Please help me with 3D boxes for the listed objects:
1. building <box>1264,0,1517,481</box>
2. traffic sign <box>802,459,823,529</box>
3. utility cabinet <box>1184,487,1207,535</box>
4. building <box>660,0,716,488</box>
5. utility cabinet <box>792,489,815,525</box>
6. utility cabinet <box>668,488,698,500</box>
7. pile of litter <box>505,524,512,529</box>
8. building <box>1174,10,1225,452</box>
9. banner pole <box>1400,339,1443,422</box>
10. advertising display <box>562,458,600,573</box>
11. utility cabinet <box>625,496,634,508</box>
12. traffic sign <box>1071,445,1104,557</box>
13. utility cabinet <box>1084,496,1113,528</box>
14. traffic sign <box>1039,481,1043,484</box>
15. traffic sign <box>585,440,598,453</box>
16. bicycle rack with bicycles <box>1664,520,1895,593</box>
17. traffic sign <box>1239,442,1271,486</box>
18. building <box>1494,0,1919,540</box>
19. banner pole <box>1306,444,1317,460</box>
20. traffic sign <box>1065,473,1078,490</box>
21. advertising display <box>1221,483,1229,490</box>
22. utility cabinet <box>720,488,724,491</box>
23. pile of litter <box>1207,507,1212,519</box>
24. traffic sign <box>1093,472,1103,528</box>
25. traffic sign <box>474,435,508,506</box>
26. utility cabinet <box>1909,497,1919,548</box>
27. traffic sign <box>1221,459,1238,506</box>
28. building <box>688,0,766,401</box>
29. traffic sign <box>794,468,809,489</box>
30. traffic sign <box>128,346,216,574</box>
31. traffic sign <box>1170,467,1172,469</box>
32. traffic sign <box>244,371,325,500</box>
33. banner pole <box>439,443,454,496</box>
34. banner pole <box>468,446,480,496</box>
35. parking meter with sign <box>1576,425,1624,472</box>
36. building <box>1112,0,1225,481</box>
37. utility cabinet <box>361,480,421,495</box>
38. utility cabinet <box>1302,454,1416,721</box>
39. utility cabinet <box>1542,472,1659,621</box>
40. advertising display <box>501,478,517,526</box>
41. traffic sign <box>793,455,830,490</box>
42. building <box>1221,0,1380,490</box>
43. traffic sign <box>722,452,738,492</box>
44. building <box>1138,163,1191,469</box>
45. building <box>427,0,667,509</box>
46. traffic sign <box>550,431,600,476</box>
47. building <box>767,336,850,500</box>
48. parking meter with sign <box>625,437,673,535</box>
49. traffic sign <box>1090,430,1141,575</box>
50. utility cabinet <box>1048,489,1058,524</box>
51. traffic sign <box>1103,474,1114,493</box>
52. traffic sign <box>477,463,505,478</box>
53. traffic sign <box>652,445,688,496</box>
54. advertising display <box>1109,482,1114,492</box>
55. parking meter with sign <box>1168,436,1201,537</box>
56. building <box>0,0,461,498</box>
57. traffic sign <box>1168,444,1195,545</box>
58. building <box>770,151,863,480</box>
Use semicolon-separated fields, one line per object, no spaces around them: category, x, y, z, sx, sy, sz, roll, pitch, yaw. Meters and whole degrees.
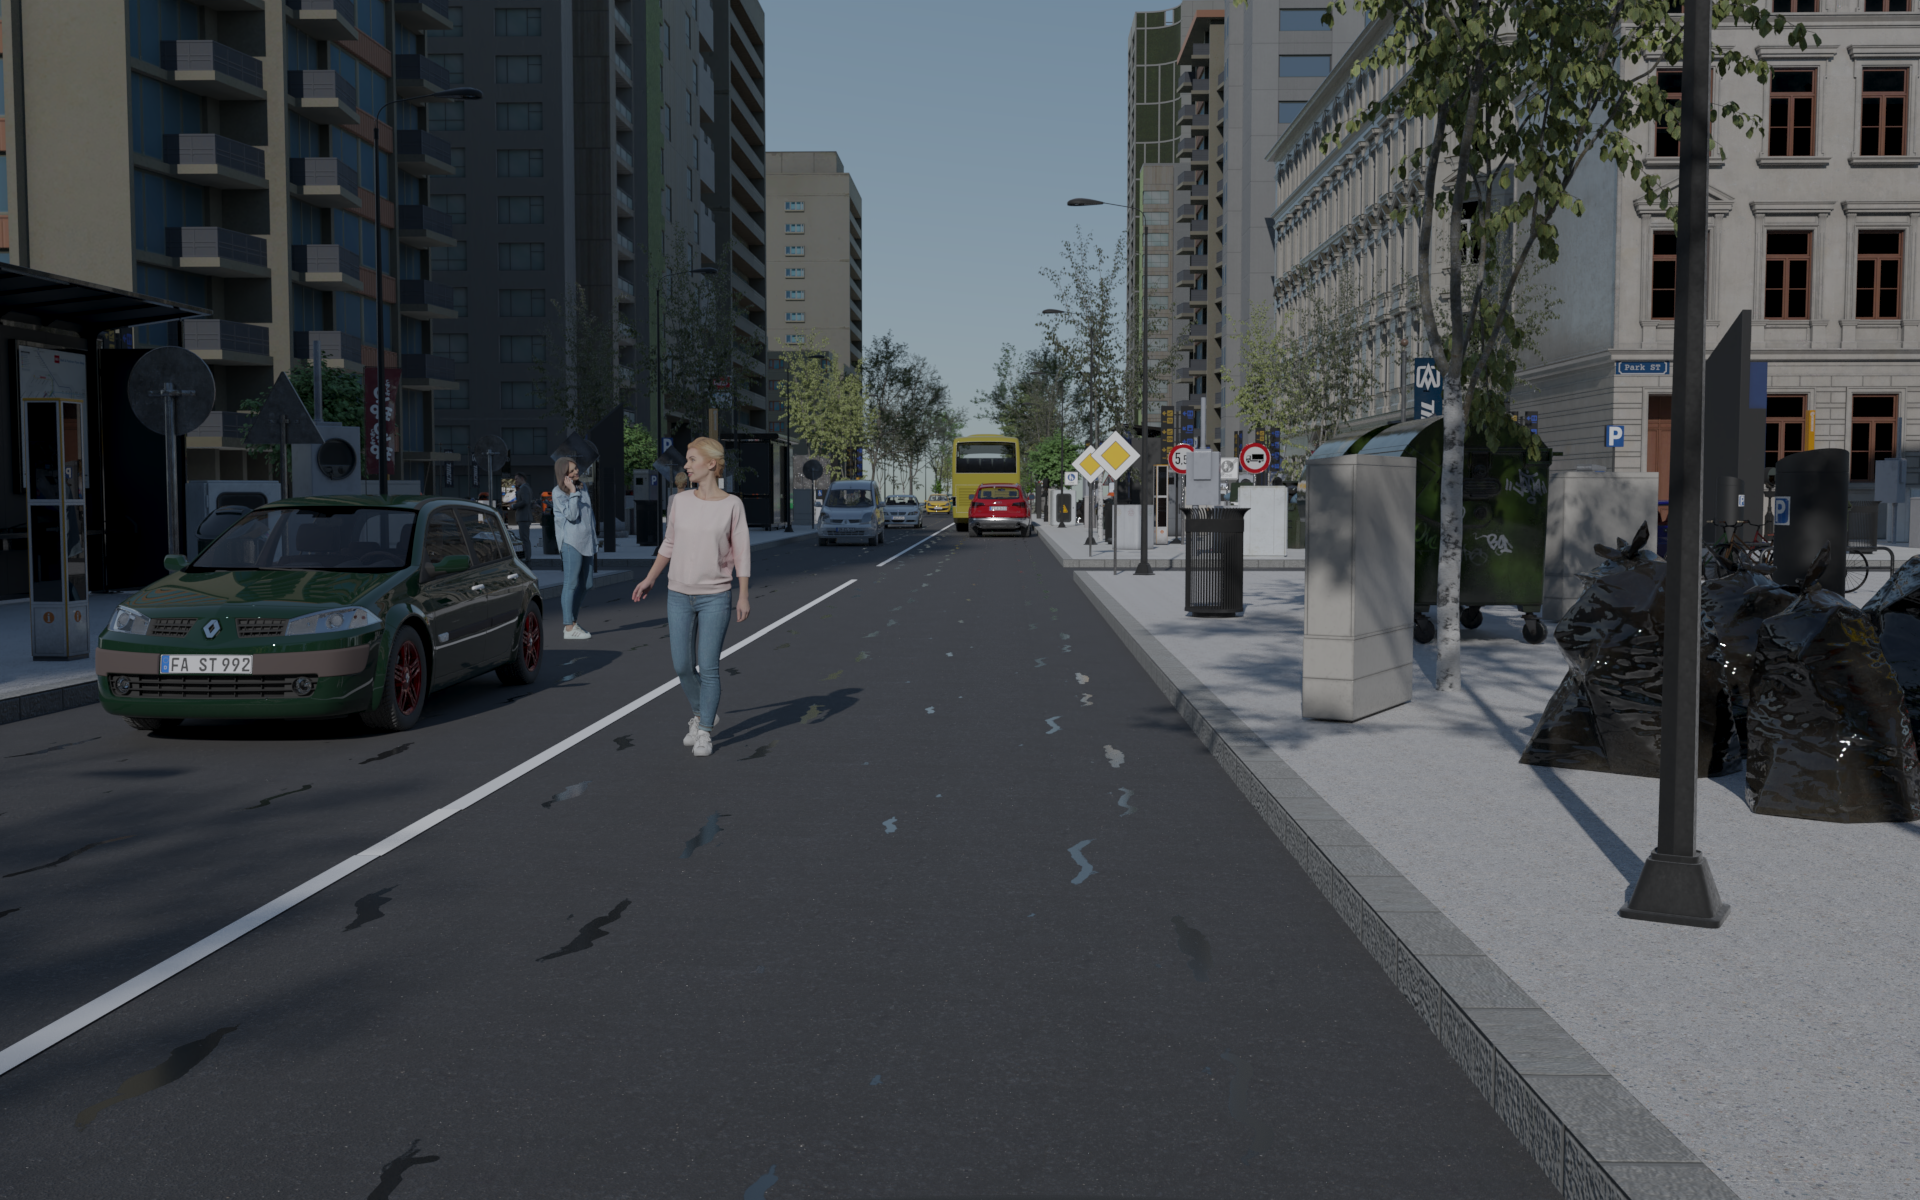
building;27.157;-19.041;87.735;17.030;29.872;44.131;0;4;1
traffic sign;-5.417;-3.893;63.755;0.768;2.556;0.104;0;4;2
utility cabinet;7.035;-2.742;53.509;1.173;1.500;0.318;1;4;13
building;-32.771;-32.729;124.358;28.713;52.752;27.495;0;4;1
utility cabinet;-6.495;-3.805;70.887;1.173;1.500;0.318;2;4;34
utility cabinet;-9.634;-3.177;60.624;1.173;1.500;0.318;0;4;0
pile of litter;-17.194;-2.993;62.908;1.719;0.858;1.176;0;4;-4
building;31.182;-30.726;157.001;22.147;44.769;28.867;0;4;1
banner pole;7.388;-2.322;27.983;0.863;3.779;0.401;0;4;3
advertising display;-6.256;-1.418;28.406;0.974;1.923;0.123;3;5;41
utility cabinet;-12.612;-3.433;67.298;1.020;1.237;0.306;-3;5;-40
traffic sign;2.663;-1.940;35.358;0.795;2.450;0.064;0;4;1
utility cabinet;5.231;-3.318;65.410;1.020;1.237;0.306;1;4;17
traffic sign;4.734;-5.862;95.845;0.884;2.594;0.081;0;4;2
traffic sign;-8.795;-2.463;40.370;0.768;2.556;0.104;1;4;11
bicycle rack with bicycles;10.771;-0.588;23.002;2.925;0.926;2.852;0;4;-4
traffic sign;7.283;-2.614;42.843;0.768;2.556;0.104;0;4;2
building;28.329;-13.265;53.033;21.152;22.565;11.583;0;4;1
banner pole;17.567;-5.906;86.588;0.401;3.779;0.863;-3;4;-37
traffic sign;5.172;-4.792;80.484;0.606;2.300;0.079;0;4;4
advertising display;14.767;-5.698;98.375;0.974;1.923;0.123;1;4;11
utility cabinet;-9.478;-3.578;67.184;1.173;1.500;0.318;1;4;13
pile of litter;8.144;-2.751;58.948;1.176;0.858;1.719;0;4;5
traffic sign;5.042;-3.964;64.916;0.768;2.556;0.104;0;4;2
traffic sign;-10.096;-2.272;37.257;0.768;2.556;0.104;1;4;11
utility cabinet;22.761;-1.814;40.818;0.306;1.237;1.020;0;4;4
traffic sign;7.545;-2.864;48.950;0.606;2.300;0.079;0;4;2
building;-28.714;-32.122;148.890;21.300;48.544;21.600;0;4;1
traffic sign;-7.715;-5.159;84.460;0.768;2.556;0.104;0;4;7
traffic sign;-6.798;-0.907;14.943;0.768;2.556;0.104;0;4;3
traffic sign;8.571;-4.138;67.763;0.768;2.556;0.104;1;4;11
traffic sign;-7.172;-1.124;18.384;0.884;2.594;0.081;0;4;4
banner pole;-25.104;-5.784;84.578;0.863;3.779;0.401;-2;4;-33
banner pole;-25.315;-6.119;90.065;0.401;3.779;0.863;3;5;41
parking meter with sign;16.335;-2.969;44.808;0.543;3.016;1.738;-1;4;-19
building;33.432;-50.067;256.853;20.563;71.187;20.611;0;4;1
utility cabinet;-9.366;-1.185;28.060;1.173;1.500;0.318;-2;4;-31
utility cabinet;2.347;-0.092;10.177;0.318;1.500;1.173;2;4;30
utility cabinet;6.448;-0.537;17.458;1.173;1.500;0.318;-1;4;-21
advertising display;-18.107;-3.964;70.019;0.974;1.923;0.123;1;4;22
traffic sign;-7.897;-5.922;90.694;2.265;3.308;0.079;1;4;9
building;30.145;-35.848;128.113;21.231;58.520;28.212;0;4;1
traffic sign;-6.990;-3.144;51.508;0.768;2.556;0.104;0;4;3
building;29.275;-32.589;216.432;14.154;41.232;14.086;0;4;1
building;-25.606;-25.547;101.296;14.154;41.232;14.086;0;4;1
traffic sign;-6.137;-1.467;27.620;0.795;2.450;0.064;0;4;1
building;-29.247;-23.159;223.685;27.650;21.520;28.899;0;4;1
parking meter with sign;-9.772;-3.525;53.889;1.738;3.016;0.543;2;4;30
traffic sign;2.454;-1.452;27.376;0.795;2.450;0.064;0;4;1
utility cabinet;3.947;-3.921;72.788;0.318;1.500;1.173;1;4;11
traffic sign;9.512;-6.768;110.655;0.884;2.594;0.081;0;4;7
traffic sign;-10.622;-2.390;39.186;0.768;2.556;0.104;1;4;10
traffic sign;-5.928;-1.955;35.602;0.795;2.450;0.064;0;4;1
advertising display;8.256;-5.227;90.677;0.974;1.923;0.123;1;4;22
parking meter with sign;6.334;-3.426;52.279;1.738;3.016;0.543;0;4;-6
building;-32.498;-25.131;65.523;22.147;44.769;28.867;0;4;1
traffic sign;5.644;-2.674;43.822;0.768;2.556;0.104;0;4;7
building;-25.475;-38.182;247.972;21.300;48.544;21.600;0;4;1
